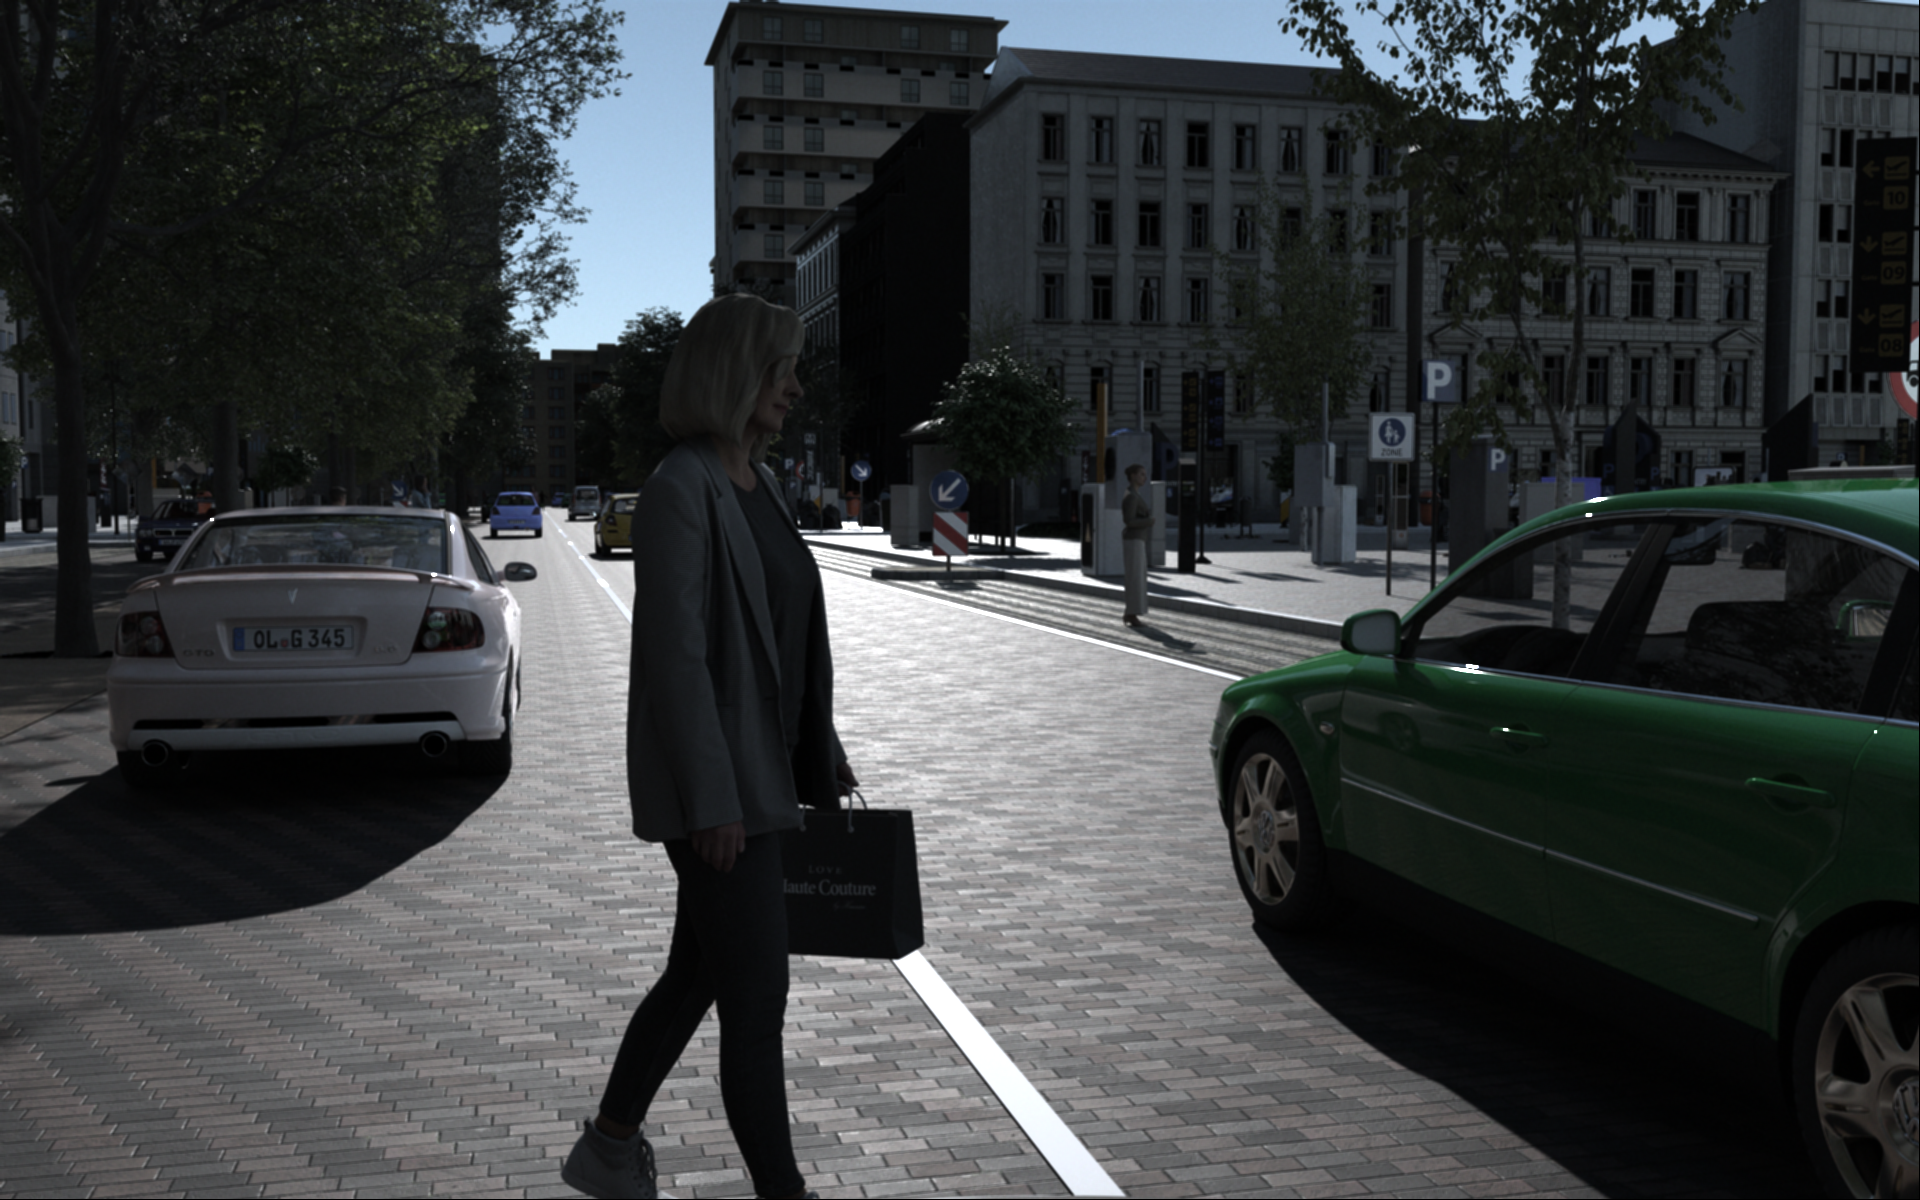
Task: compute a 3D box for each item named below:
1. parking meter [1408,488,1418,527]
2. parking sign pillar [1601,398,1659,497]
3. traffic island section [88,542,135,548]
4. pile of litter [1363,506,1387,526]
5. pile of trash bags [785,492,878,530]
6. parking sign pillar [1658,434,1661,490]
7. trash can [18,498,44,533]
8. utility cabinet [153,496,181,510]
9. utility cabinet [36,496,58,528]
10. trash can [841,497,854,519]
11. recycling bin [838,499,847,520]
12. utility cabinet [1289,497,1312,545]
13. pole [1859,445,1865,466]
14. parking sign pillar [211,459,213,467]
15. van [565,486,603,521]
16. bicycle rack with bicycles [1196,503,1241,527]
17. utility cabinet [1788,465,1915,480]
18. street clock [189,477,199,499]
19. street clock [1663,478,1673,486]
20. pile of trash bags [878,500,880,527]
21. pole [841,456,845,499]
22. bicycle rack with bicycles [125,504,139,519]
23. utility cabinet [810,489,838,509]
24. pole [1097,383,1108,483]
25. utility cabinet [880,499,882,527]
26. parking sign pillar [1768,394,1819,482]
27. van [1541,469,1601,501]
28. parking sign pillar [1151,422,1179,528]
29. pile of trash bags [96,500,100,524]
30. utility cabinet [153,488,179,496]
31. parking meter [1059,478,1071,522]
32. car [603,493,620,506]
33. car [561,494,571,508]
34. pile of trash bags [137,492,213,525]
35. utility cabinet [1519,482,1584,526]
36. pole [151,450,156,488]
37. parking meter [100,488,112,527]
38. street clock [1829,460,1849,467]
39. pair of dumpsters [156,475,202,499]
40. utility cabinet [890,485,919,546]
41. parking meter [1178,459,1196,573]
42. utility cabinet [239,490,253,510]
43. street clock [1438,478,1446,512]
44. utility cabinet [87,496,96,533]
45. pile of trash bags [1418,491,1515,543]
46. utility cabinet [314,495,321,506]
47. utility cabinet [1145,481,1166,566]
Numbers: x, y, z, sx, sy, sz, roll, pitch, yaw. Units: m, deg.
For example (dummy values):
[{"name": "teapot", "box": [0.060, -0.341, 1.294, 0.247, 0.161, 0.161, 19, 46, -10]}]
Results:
[{"name": "parking meter", "box": [17.668, -3.615, 67.518, 0.372, 1.533, 0.369, 0, 3, 0]}, {"name": "parking sign pillar", "box": [18.362, -3.659, 48.296, 1.447, 3.967, 1.447, 3, 5, 44]}, {"name": "traffic island section", "box": [-22.624, -1.520, 47.128, 2.009, 0.180, 2.903, -1, 4, -14]}, {"name": "pile of litter", "box": [16.869, -3.451, 70.392, 1.719, 0.858, 1.176, -3, 5, -41]}, {"name": "pile of trash bags", "box": [-5.042, -3.315, 63.956, 3.447, 1.369, 1.912, -3, 5, -44]}, {"name": "parking sign pillar", "box": [21.453, -4.045, 54.615, 1.447, 3.967, 1.447, -1, 4, -20]}, {"name": "trash can", "box": [-30.420, -2.759, 56.762, 0.748, 1.137, 0.748, 0, 3, 0]}, {"name": "utility cabinet", "box": [-29.922, -3.311, 65.304, 1.020, 1.237, 0.306, 0, 4, -1]}, {"name": "utility cabinet", "box": [-34.943, -3.393, 66.636, 1.020, 1.237, 0.306, -3, 5, -43]}, {"name": "trash can", "box": [-5.720, -4.683, 88.227, 0.748, 1.137, 0.748, 0, 3, 0]}, {"name": "recycling bin", "box": [-6.013, -4.439, 85.134, 0.722, 1.027, 0.722, 2, 4, 29]}, {"name": "utility cabinet", "box": [8.834, -2.005, 43.941, 0.306, 1.237, 1.020, -3, 5, -42]}, {"name": "pole", "box": [37.699, -4.809, 72.468, 0.158, 3.312, 0.155, 0, 3, 0]}, {"name": "parking sign pillar", "box": [-52.872, -8.288, 123.983, 1.447, 3.967, 1.447, 2, 4, 27]}, {"name": "van", "box": [-20.474, -5.353, 94.534, 2.013, 2.044, 4.112, -1, 4, -16]}, {"name": "bicycle rack with bicycles", "box": [9.410, -3.416, 69.232, 2.925, 0.926, 2.852, 2, 4, 34]}, {"name": "utility cabinet", "box": [7.069, -0.310, 13.751, 0.318, 1.500, 1.173, -1, 4, -12]}, {"name": "street clock", "box": [-32.297, -4.188, 73.047, 0.358, 2.002, 0.471, -2, 4, -27]}, {"name": "street clock", "box": [32.165, -4.533, 78.684, 0.358, 2.002, 0.471, 0, 4, -7]}, {"name": "pile of trash bags", "box": [-2.322, -3.624, 69.007, 3.447, 1.369, 1.912, -1, 4, -13]}, {"name": "pole", "box": [-6.236, -6.006, 92.040, 0.158, 3.312, 0.155, 0, 3, 0]}, {"name": "bicycle rack with bicycles", "box": [-40.760, -4.606, 88.696, 2.925, 0.926, 2.852, 1, 4, 11]}, {"name": "utility cabinet", "box": [-5.526, -3.768, 70.279, 1.173, 1.500, 0.318, -3, 4, -39]}, {"name": "pole", "box": [2.620, -2.332, 31.978, 0.158, 3.312, 0.155, 0, 3, 0]}, {"name": "utility cabinet", "box": [-2.794, -3.429, 67.234, 0.306, 1.237, 1.020, 1, 4, 19]}, {"name": "parking sign pillar", "box": [22.673, -3.589, 47.144, 1.447, 3.967, 1.447, -1, 4, -23]}, {"name": "van", "box": [22.060, -3.548, 62.399, 5.245, 2.365, 2.240, -1, 4, -13]}, {"name": "parking sign pillar", "box": [7.746, -4.700, 65.319, 1.447, 3.967, 1.447, 3, 5, 44]}, {"name": "pile of trash bags", "box": [-38.059, -3.958, 74.460, 1.912, 1.369, 3.447, -2, 4, -27]}, {"name": "utility cabinet", "box": [-30.657, -3.543, 66.607, 1.173, 1.500, 0.318, -1, 4, -20]}, {"name": "parking meter", "box": [3.815, -3.507, 63.056, 0.399, 1.863, 0.255, 2, 4, 24]}, {"name": "car", "box": [-27.326, -7.787, 136.903, 1.945, 1.707, 3.694, -1, 4, -13]}, {"name": "car", "box": [-40.271, -10.415, 179.083, 1.959, 1.807, 4.718, -1, 4, -15]}, {"name": "pile of trash bags", "box": [-30.823, -3.590, 68.452, 3.447, 1.369, 1.912, 2, 4, 26]}, {"name": "utility cabinet", "box": [11.280, -1.492, 33.072, 1.173, 1.500, 0.318, -1, 4, -9]}, {"name": "pole", "box": [-33.064, -4.723, 71.061, 0.158, 3.312, 0.155, 0, 3, 0]}, {"name": "parking meter", "box": [-33.320, -3.617, 67.547, 0.372, 1.533, 0.369, 0, 3, 0]}, {"name": "street clock", "box": [18.615, -1.967, 36.729, 0.471, 2.002, 0.358, -3, 5, -40]}, {"name": "pair of dumpsters", "box": [-34.210, -4.462, 75.442, 1.574, 2.255, 4.437, -1, 4, -14]}, {"name": "utility cabinet", "box": [-1.348, -2.065, 42.444, 0.318, 1.500, 1.173, -2, 4, -23]}, {"name": "parking meter", "box": [3.718, -1.386, 28.365, 0.255, 1.863, 0.399, 0, 4, 1]}, {"name": "utility cabinet", "box": [-44.125, -5.983, 106.501, 1.173, 1.500, 0.318, -2, 4, -35]}, {"name": "street clock", "box": [19.940, -4.105, 71.683, 0.358, 2.002, 0.471, 2, 4, 28]}, {"name": "utility cabinet", "box": [-28.759, -2.816, 57.206, 0.306, 1.237, 1.020, -2, 4, -34]}, {"name": "pile of trash bags", "box": [13.436, -2.242, 46.408, 3.447, 1.369, 1.912, -3, 5, -40]}, {"name": "utility cabinet", "box": [-45.168, -6.762, 121.719, 0.306, 1.237, 1.020, -1, 4, -9]}, {"name": "utility cabinet", "box": [3.215, -1.354, 30.819, 0.318, 1.500, 1.173, -2, 4, -25]}]
